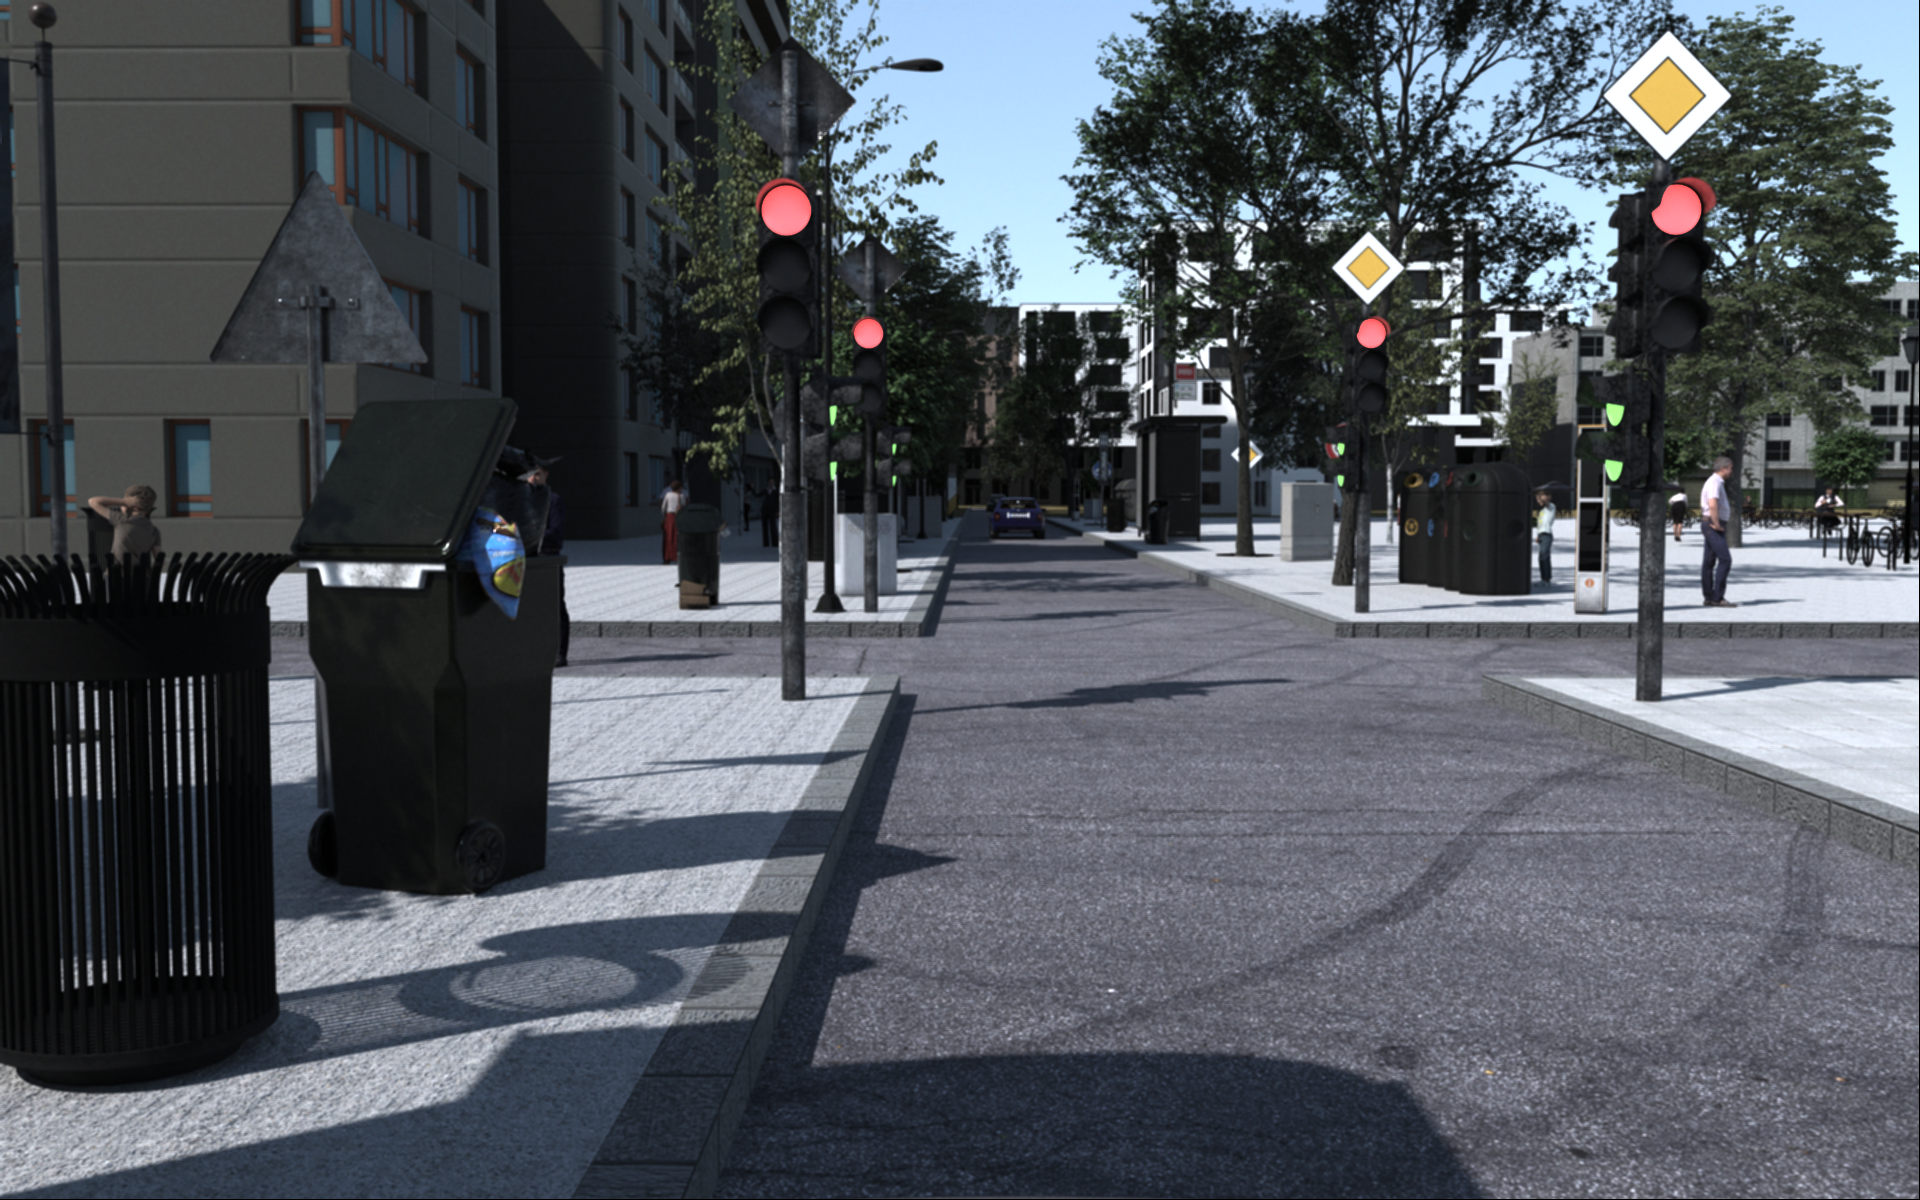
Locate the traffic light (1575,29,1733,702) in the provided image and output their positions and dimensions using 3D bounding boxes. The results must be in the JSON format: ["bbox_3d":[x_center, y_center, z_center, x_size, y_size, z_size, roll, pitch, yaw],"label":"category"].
[{"bbox_3d":[4.262,-1.329,10.650,0.839,4.253,0.868,0,4,1],"label":"traffic light"}]

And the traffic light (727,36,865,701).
[{"bbox_3d":[-1.019,-1.331,10.683,0.839,4.253,0.868,0,4,1],"label":"traffic light"}]

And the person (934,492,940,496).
[{"bbox_3d":[-0.882,-3.440,66.195,0.340,1.345,0.435,-1,4,-20],"label":"person"}]

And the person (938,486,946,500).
[{"bbox_3d":[-1.213,-6.393,110.580,0.705,1.822,1.348,1,4,16],"label":"person"}]

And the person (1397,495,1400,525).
[{"bbox_3d":[18.075,-3.733,70.984,0.340,1.345,0.435,-3,5,-42],"label":"person"}]

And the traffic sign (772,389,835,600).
[{"bbox_3d":[-1.894,-1.278,21.000,0.768,2.556,0.104,0,4,2],"label":"traffic sign"}]

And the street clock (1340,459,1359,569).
[{"bbox_3d":[6.713,-1.545,29.838,0.358,2.002,0.471,0,4,-2],"label":"street clock"}]

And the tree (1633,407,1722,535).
[{"bbox_3d":[22.258,-4.368,55.128,4.285,4.588,4.351,0,3,0],"label":"tree"}]

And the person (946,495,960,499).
[{"bbox_3d":[-0.503,-7.314,126.351,1.217,1.735,0.721,-2,4,-33],"label":"person"}]

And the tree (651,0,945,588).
[{"bbox_3d":[-2.336,-4.479,23.600,4.737,8.622,4.395,0,3,0],"label":"tree"}]

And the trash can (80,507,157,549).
[{"bbox_3d":[-9.023,-0.425,18.605,0.748,1.137,0.748,0,3,0],"label":"trash can"}]

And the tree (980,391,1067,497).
[{"bbox_3d":[6.298,-15.547,171.204,9.611,12.733,9.660,0,3,0],"label":"tree"}]

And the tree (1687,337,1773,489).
[{"bbox_3d":[35.935,-7.965,80.597,4.360,8.622,3.978,0,3,0],"label":"tree"}]

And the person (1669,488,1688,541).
[{"bbox_3d":[19.589,-2.317,47.114,0.628,1.438,0.799,0,4,0],"label":"person"}]

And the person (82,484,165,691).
[{"bbox_3d":[-5.519,-0.090,11.420,0.340,1.345,0.435,1,4,22],"label":"person"}]

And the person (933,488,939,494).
[{"bbox_3d":[-1.683,-7.263,125.249,0.568,1.767,0.683,-3,5,-44],"label":"person"}]

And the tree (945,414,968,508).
[{"bbox_3d":[-1.107,-13.573,156.333,8.767,10.594,7.601,0,4,7],"label":"tree"}]

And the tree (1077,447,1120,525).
[{"bbox_3d":[5.564,-4.713,71.663,1.663,3.219,1.824,0,3,0],"label":"tree"}]

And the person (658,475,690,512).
[{"bbox_3d":[-6.508,-1.979,39.340,0.756,1.711,0.436,-1,4,-18],"label":"person"}]

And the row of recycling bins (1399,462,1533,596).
[{"bbox_3d":[6.848,-1.003,23.513,1.069,1.692,3.534,0,4,-2],"label":"row of recycling bins"}]

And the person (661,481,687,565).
[{"bbox_3d":[-5.172,-1.396,31.342,0.523,1.526,0.387,0,4,8],"label":"person"}]

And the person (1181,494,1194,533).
[{"bbox_3d":[7.571,-3.110,57.553,0.551,1.740,0.621,3,4,36],"label":"person"}]

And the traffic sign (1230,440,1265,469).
[{"bbox_3d":[6.695,-2.478,40.252,0.795,2.593,0.064,0,4,2],"label":"traffic sign"}]

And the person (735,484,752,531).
[{"bbox_3d":[-7.492,-3.201,59.846,0.566,1.644,0.517,2,4,30],"label":"person"}]

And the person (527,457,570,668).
[{"bbox_3d":[-3.531,-0.317,14.380,0.576,1.737,0.504,2,4,23],"label":"person"}]

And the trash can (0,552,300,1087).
[{"bbox_3d":[-1.888,0.472,3.938,0.748,1.137,0.748,0,3,0],"label":"trash can"}]

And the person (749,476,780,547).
[{"bbox_3d":[-4.722,-2.147,41.953,0.742,1.727,0.445,-1,4,-20],"label":"person"}]

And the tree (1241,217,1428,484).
[{"bbox_3d":[17.322,-10.642,80.648,9.857,13.997,8.962,0,3,0],"label":"tree"}]

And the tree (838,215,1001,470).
[{"bbox_3d":[-1.978,-9.332,70.707,7.486,12.596,7.792,0,3,0],"label":"tree"}]

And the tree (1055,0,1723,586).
[{"bbox_3d":[5.450,-5.459,23.660,8.767,10.594,7.601,-1,4,-17],"label":"tree"}]

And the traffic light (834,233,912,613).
[{"bbox_3d":[-0.946,-1.819,18.667,0.839,4.253,0.868,0,4,1],"label":"traffic light"}]

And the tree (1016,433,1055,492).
[{"bbox_3d":[7.060,-12.837,160.248,4.360,8.622,3.978,0,3,0],"label":"tree"}]

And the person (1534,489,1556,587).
[{"bbox_3d":[8.123,-0.867,24.131,0.340,1.345,0.435,0,4,-2],"label":"person"}]

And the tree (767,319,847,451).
[{"bbox_3d":[-5.831,-6.844,62.256,4.360,8.622,3.978,0,3,0],"label":"tree"}]

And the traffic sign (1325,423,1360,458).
[{"bbox_3d":[6.930,-1.894,31.075,0.768,2.556,0.104,1,4,9],"label":"traffic sign"}]

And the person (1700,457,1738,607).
[{"bbox_3d":[8.722,-0.788,19.866,0.436,1.711,0.756,2,4,28],"label":"person"}]

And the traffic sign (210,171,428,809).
[{"bbox_3d":[-2.596,-0.429,7.014,0.884,2.594,0.081,0,4,1],"label":"traffic sign"}]

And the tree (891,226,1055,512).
[{"bbox_3d":[0.511,-16.292,122.270,12.611,20.169,13.585,0,3,0],"label":"tree"}]

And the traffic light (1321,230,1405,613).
[{"bbox_3d":[4.335,-1.817,18.635,0.839,4.253,0.868,0,4,1],"label":"traffic light"}]

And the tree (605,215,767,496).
[{"bbox_3d":[-7.242,-5.828,45.648,4.360,8.622,3.978,0,3,0],"label":"tree"}]

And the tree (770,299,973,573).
[{"bbox_3d":[-1.442,-2.740,28.515,4.285,4.588,4.351,0,3,0],"label":"tree"}]

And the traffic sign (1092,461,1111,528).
[{"bbox_3d":[5.368,-3.987,65.297,0.768,2.556,0.104,1,4,8],"label":"traffic sign"}]

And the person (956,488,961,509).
[{"bbox_3d":[-0.236,-8.965,152.638,0.705,1.823,1.348,2,4,25],"label":"person"}]

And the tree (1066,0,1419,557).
[{"bbox_3d":[5.730,-6.708,35.433,9.928,11.665,9.643,0,3,0],"label":"tree"}]

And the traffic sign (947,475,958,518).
[{"bbox_3d":[-0.390,-5.404,90.483,0.606,2.300,0.079,0,4,1],"label":"traffic sign"}]

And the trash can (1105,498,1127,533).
[{"bbox_3d":[5.189,-2.817,57.719,0.748,1.137,0.748,0,3,0],"label":"trash can"}]
